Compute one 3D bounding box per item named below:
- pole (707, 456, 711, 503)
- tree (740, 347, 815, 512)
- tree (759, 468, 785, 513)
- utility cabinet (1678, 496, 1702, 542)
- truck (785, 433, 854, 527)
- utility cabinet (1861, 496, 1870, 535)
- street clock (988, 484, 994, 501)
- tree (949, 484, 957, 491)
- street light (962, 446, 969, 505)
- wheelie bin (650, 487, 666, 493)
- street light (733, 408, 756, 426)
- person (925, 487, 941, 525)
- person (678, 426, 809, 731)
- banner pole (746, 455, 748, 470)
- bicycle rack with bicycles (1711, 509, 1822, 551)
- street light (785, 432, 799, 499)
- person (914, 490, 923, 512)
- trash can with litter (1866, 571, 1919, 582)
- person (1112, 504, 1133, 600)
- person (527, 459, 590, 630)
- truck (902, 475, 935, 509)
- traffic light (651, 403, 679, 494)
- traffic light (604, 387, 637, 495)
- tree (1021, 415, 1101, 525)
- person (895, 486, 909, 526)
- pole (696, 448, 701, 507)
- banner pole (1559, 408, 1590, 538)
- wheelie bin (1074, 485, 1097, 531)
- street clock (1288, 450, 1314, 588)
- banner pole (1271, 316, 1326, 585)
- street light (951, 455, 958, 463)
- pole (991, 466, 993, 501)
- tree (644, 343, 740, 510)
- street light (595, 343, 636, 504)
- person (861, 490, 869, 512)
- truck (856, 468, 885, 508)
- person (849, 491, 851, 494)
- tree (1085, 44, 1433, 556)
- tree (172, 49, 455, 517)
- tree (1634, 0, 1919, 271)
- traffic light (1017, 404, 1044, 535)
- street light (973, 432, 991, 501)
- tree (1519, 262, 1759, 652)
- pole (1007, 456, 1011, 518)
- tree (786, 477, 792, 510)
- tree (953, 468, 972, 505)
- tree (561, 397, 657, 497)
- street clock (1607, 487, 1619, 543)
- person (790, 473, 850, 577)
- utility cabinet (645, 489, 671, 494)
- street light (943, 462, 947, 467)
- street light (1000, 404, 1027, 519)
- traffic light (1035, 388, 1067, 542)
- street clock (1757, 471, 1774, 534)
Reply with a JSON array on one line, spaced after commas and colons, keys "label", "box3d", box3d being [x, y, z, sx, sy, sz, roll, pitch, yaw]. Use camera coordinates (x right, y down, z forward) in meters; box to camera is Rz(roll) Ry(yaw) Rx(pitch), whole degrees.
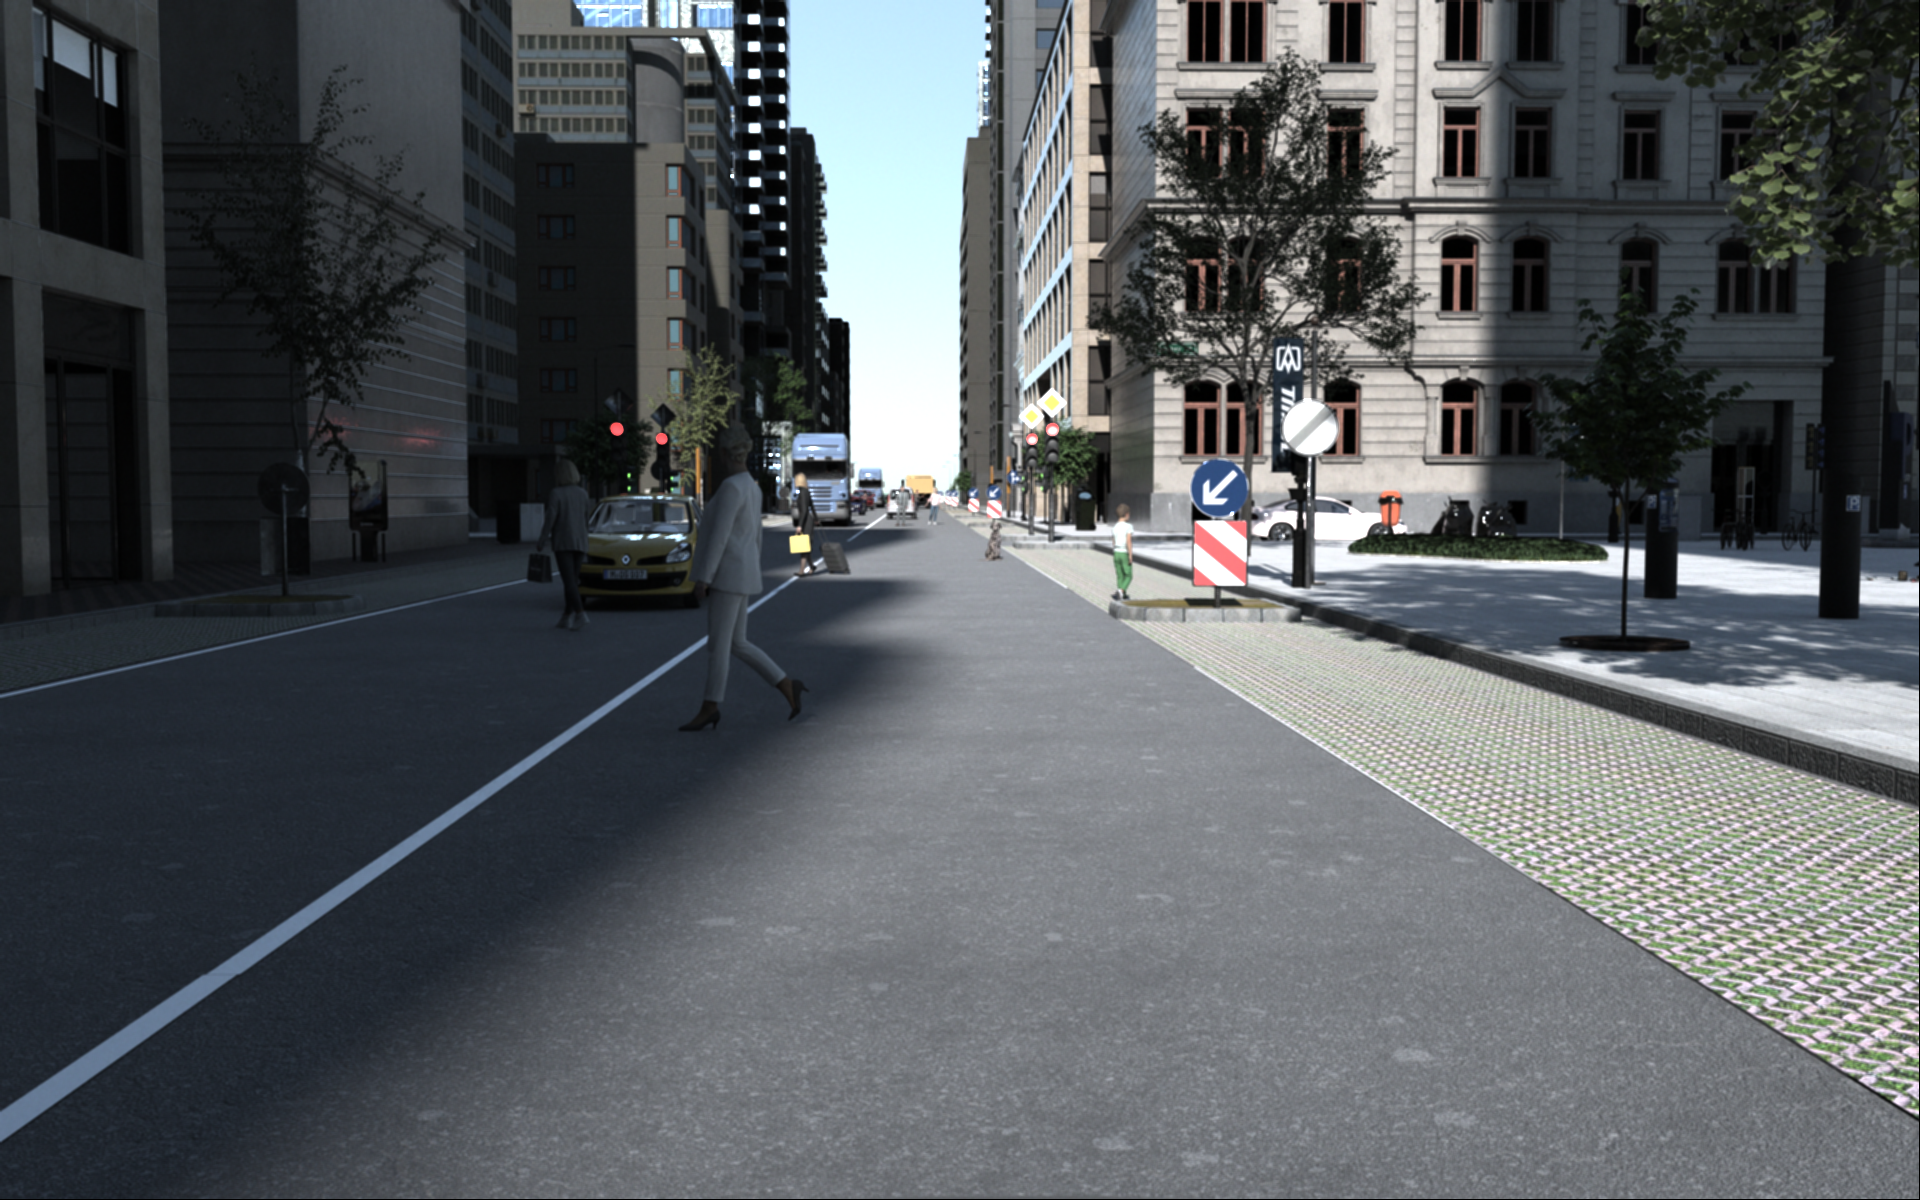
[{"label": "pole", "box3d": [-13.431, -6.050, 92.762, 0.158, 3.312, 0.155, 0, 3, 0]}, {"label": "tree", "box3d": [-14.088, -12.116, 123.852, 9.928, 11.665, 9.643, 0, 3, 0]}, {"label": "tree", "box3d": [-13.408, -7.575, 118.450, 1.663, 3.219, 1.824, 0, 3, 0]}, {"label": "utility cabinet", "box3d": [19.571, -2.195, 47.053, 1.020, 1.237, 0.306, 1, 4, 15]}, {"label": "truck", "box3d": [-6.475, -5.684, 82.692, 2.967, 4.110, 18.799, 0, 4, -3]}, {"label": "utility cabinet", "box3d": [28.706, -2.681, 55.002, 0.306, 1.237, 1.020, 2, 4, 27]}, {"label": "street clock", "box3d": [2.190, -7.103, 120.696, 0.471, 2.002, 0.358, 0, 4, 1]}, {"label": "tree", "box3d": [-0.910, -17.054, 273.426, 1.663, 3.219, 1.824, 0, 3, 0]}, {"label": "street light", "box3d": [0.898, -11.831, 165.982, 1.470, 5.913, 1.316, 0, 4, -1]}, {"label": "wheelie bin", "box3d": [-13.888, -4.374, 79.426, 0.980, 1.594, 0.693, 1, 4, 19]}, {"label": "street light", "box3d": [-11.643, -7.382, 93.238, 1.470, 5.913, 1.316, 0, 4, -1]}, {"label": "person", "box3d": [-1.306, -4.418, 81.411, 0.731, 1.740, 0.598, -2, 4, -26]}, {"label": "person", "box3d": [-1.318, -0.134, 10.562, 0.818, 1.842, 0.514, -1, 4, -13]}, {"label": "banner pole", "box3d": [-13.662, -7.394, 110.905, 0.401, 3.779, 0.863, -1, 4, -14]}, {"label": "bicycle rack with bicycles", "box3d": [18.597, -1.629, 40.009, 2.852, 0.926, 2.925, 3, 4, 38]}, {"label": "street light", "box3d": [-12.540, -9.628, 129.961, 1.470, 5.913, 1.316, 0, 4, -1]}, {"label": "person", "box3d": [-3.377, -8.143, 142.174, 0.750, 1.759, 0.617, -1, 4, -21]}, {"label": "trash can with litter", "box3d": [14.496, -0.867, 25.231, 2.233, 1.210, 1.678, 3, 5, 43]}, {"label": "person", "box3d": [2.094, -0.588, 22.368, 0.306, 1.304, 0.590, 1, 4, 20]}, {"label": "person", "box3d": [-4.193, -0.588, 18.305, 0.728, 1.800, 0.709, 3, 5, 44]}, {"label": "truck", "box3d": [-4.073, -10.852, 173.349, 3.469, 3.379, 9.791, 0, 4, -3]}, {"label": "traffic light", "box3d": [-9.153, -3.954, 53.574, 0.839, 4.253, 0.868, 0, 4, -1]}, {"label": "traffic light", "box3d": [-8.950, -3.466, 45.592, 0.839, 4.253, 0.868, 0, 4, -1]}, {"label": "tree", "box3d": [4.163, -5.384, 71.749, 4.285, 4.588, 4.351, 0, 3, 0]}, {"label": "person", "box3d": [-2.632, -4.263, 78.304, 0.635, 1.810, 0.391, 0, 4, -2]}, {"label": "pole", "box3d": [-11.519, -5.044, 76.319, 0.158, 3.312, 0.155, 0, 3, 0]}, {"label": "banner pole", "box3d": [15.280, -3.255, 43.232, 0.863, 3.779, 0.401, 1, 4, 21]}, {"label": "wheelie bin", "box3d": [4.400, -3.239, 60.870, 0.693, 1.594, 0.980, -1, 4, -20]}, {"label": "street clock", "box3d": [4.671, -1.174, 23.763, 0.358, 2.002, 0.471, 0, 4, 2]}, {"label": "banner pole", "box3d": [4.776, -2.107, 24.466, 0.863, 3.779, 0.401, -1, 4, -13]}, {"label": "street light", "box3d": [-0.116, -14.253, 205.571, 1.470, 5.913, 1.316, 0, 4, -1]}, {"label": "pole", "box3d": [2.326, -8.075, 125.871, 0.158, 3.312, 0.155, 0, 3, 0]}, {"label": "tree", "box3d": [-12.715, -8.136, 83.390, 4.737, 8.622, 4.395, 0, 3, 0]}, {"label": "street light", "box3d": [-10.688, -4.953, 53.518, 1.470, 5.913, 1.316, 0, 4, -1]}, {"label": "person", "box3d": [-7.709, -7.968, 139.488, 0.721, 1.736, 1.217, 2, 4, 31]}, {"label": "truck", "box3d": [-9.442, -12.020, 186.290, 2.967, 4.110, 18.799, 0, 4, -1]}, {"label": "person", "box3d": [-12.671, -11.681, 199.452, 1.348, 1.831, 0.705, 1, 4, 21]}, {"label": "tree", "box3d": [6.199, -6.182, 35.494, 7.601, 10.594, 8.767, -1, 4, -17]}, {"label": "tree", "box3d": [-11.118, -4.851, 29.671, 4.360, 8.622, 3.978, 0, 3, 0]}, {"label": "tree", "box3d": [6.569, -5.437, 7.023, 7.486, 12.596, 7.792, 0, 3, 0]}, {"label": "traffic light", "box3d": [2.204, -3.973, 53.878, 0.839, 4.253, 0.868, 0, 4, -1]}, {"label": "street light", "box3d": [1.730, -9.572, 129.036, 1.470, 5.913, 1.316, 0, 4, -1]}, {"label": "tree", "box3d": [5.596, -1.226, 14.644, 1.663, 3.219, 1.824, 0, 3, 0]}, {"label": "pole", "box3d": [2.648, -6.123, 93.948, 0.158, 3.312, 0.155, 0, 3, 0]}, {"label": "tree", "box3d": [-13.613, -9.015, 142.004, 1.663, 3.219, 1.824, 0, 3, 0]}, {"label": "tree", "box3d": [0.730, -13.983, 212.335, 4.285, 4.588, 4.351, 0, 3, 0]}, {"label": "tree", "box3d": [-11.777, -4.576, 58.527, 4.285, 4.588, 4.351, 0, 3, 0]}, {"label": "street clock", "box3d": [17.271, -2.518, 45.735, 0.471, 2.002, 0.358, -2, 4, -34]}, {"label": "person", "box3d": [-2.484, -1.324, 30.364, 0.699, 1.804, 1.509, 3, 5, 40]}, {"label": "utility cabinet", "box3d": [-14.126, -4.424, 81.019, 1.173, 1.500, 0.318, 1, 4, 17]}, {"label": "street light", "box3d": [-1.272, -16.886, 248.631, 1.470, 5.913, 1.316, 0, 4, -1]}, {"label": "street light", "box3d": [2.754, -7.175, 89.859, 1.470, 5.913, 1.316, 0, 4, -1]}, {"label": "traffic light", "box3d": [2.407, -3.485, 45.895, 0.839, 4.253, 0.868, 0, 4, -1]}, {"label": "street clock", "box3d": [25.558, -3.085, 55.010, 0.471, 2.002, 0.358, 1, 4, 19]}]
